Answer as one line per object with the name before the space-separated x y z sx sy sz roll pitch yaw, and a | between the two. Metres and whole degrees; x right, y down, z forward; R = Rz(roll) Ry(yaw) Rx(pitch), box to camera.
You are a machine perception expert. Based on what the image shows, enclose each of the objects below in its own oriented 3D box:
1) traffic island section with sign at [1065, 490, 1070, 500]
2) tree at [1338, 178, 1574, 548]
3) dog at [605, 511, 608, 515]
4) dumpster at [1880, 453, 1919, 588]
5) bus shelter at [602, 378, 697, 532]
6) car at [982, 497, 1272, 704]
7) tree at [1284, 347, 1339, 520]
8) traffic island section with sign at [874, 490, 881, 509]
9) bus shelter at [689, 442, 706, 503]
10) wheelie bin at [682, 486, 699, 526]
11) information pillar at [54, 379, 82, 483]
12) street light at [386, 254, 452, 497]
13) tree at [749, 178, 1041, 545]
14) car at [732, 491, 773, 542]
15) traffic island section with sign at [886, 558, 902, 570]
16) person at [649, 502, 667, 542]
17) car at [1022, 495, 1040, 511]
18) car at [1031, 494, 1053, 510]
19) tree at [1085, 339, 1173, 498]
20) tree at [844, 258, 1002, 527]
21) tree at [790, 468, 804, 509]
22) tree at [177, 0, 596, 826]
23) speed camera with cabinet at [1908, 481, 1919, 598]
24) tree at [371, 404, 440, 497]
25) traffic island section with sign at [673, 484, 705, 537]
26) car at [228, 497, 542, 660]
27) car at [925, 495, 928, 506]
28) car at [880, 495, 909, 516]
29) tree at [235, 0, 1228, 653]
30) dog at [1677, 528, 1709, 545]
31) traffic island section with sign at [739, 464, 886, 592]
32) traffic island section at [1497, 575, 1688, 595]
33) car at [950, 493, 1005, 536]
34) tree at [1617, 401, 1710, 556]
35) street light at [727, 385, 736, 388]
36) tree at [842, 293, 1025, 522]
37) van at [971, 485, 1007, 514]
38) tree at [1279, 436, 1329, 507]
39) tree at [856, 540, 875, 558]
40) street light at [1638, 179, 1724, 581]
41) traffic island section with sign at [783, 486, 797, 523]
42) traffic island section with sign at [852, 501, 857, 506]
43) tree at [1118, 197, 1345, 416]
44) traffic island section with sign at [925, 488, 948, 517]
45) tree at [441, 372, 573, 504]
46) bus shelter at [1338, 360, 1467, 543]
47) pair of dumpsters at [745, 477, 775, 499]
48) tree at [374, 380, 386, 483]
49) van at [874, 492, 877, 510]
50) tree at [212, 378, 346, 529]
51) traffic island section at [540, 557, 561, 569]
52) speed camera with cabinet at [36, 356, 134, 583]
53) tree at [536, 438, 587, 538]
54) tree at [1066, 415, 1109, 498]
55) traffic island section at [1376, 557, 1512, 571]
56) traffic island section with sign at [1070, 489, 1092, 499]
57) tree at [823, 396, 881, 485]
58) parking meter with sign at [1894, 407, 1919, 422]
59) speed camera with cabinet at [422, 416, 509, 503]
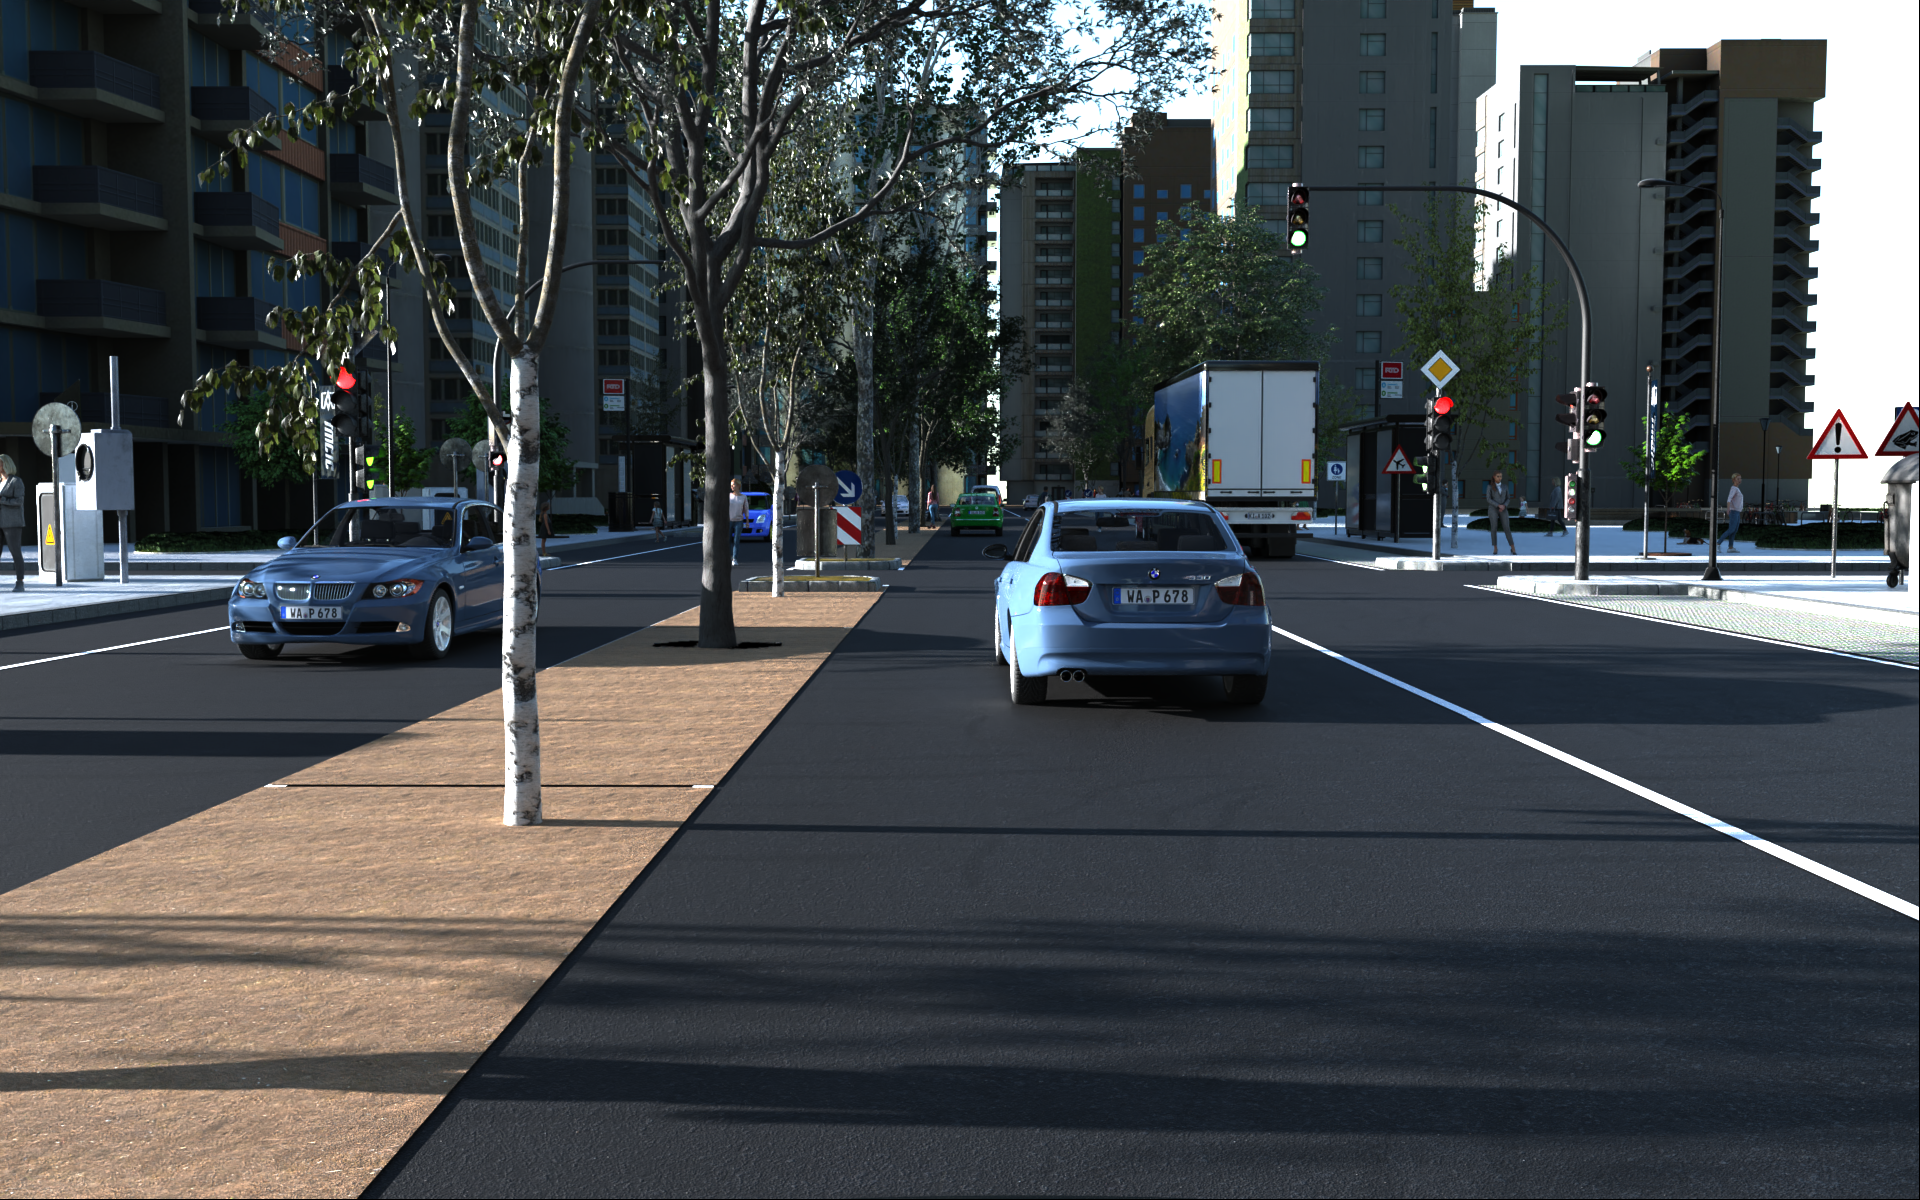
traffic island section with sign | 10.016 -9.412 162.519 1.989 1.847 2.006 0 4 0
tree | 11.754 -5.512 40.483 4.737 8.622 4.395 0 3 0
dog | -18.288 -4.347 88.803 0.748 0.427 0.550 -1 4 -22
dumpster | 13.281 -1.053 22.980 1.264 1.857 1.865 0 4 0
bus shelter | -11.285 -5.208 62.783 2.179 5.291 8.768 0 4 0
car | 1.190 -0.067 13.104 2.014 1.417 4.499 0 4 -1
tree | 17.557 -8.223 84.800 4.737 8.622 4.395 0 3 0
traffic island section with sign | -8.003 -9.487 163.741 1.989 1.847 2.006 0 4 0
bus shelter | -12.128 -5.422 79.926 1.731 3.624 6.357 0 4 0
wheelie bin | -10.739 -3.731 68.916 0.693 1.594 0.980 0 4 7
information pillar | -18.135 -2.689 35.315 0.504 3.616 0.183 -1 4 -15
street light | -10.536 -3.739 33.678 1.470 5.913 1.316 0 4 0
tree | -1.924 -6.842 48.738 8.767 10.594 7.601 0 4 0
car | -6.441 -2.640 52.752 1.945 1.707 3.694 0 4 1
traffic island section with sign | -2.164 -1.553 33.532 2.006 1.907 1.989 0 4 0
person | -8.975 -2.319 51.423 0.382 1.210 0.505 3 4 38
car | 6.464 -8.443 150.408 2.083 1.381 4.827 0 4 1
car | 7.402 -8.939 157.942 2.131 1.459 4.920 0 4 1
tree | 12.014 -11.545 114.519 9.928 11.665 9.643 0 3 0
tree | -1.557 -8.959 74.690 9.928 11.665 9.643 0 3 0
tree | -11.453 -8.085 126.791 1.663 3.219 1.824 0 3 0
tree | -1.907 -3.343 7.480 4.360 8.622 3.978 0 3 0
speed camera with cabinet | 12.814 -1.639 21.134 2.038 3.252 0.660 1 4 22
tree | -11.964 -2.616 37.380 1.663 3.219 1.824 0 3 0
traffic island section with sign | -8.561 -3.051 58.514 1.989 1.847 2.006 0 4 0
car | -5.300 -0.278 16.542 2.014 1.417 4.499 0 4 2
car | -4.016 -10.268 180.454 1.945 1.354 3.894 0 4 1
car | -4.163 -6.160 113.072 2.083 1.381 4.827 0 4 0
tree | -2.233 -6.286 15.602 12.009 13.543 11.850 0 3 0
dog | 18.658 -1.607 44.014 0.550 0.427 0.748 -3 4 -38
traffic island section with sign | -2.214 -1.100 26.125 2.006 1.907 1.989 0 4 0
traffic island section | 9.277 -0.217 25.825 2.009 0.180 2.903 0 4 0
car | 0.601 -3.148 60.266 1.959 1.807 4.718 0 4 1
tree | 14.779 -2.545 36.215 1.663 3.219 1.824 0 3 0
street light | -10.266 -6.216 74.179 1.470 5.913 1.316 0 4 0
tree | -1.374 -10.426 89.928 9.611 12.733 9.660 0 3 0
van | 1.237 -4.624 82.612 2.013 2.044 4.112 0 4 2
tree | 11.745 -4.901 63.837 4.285 4.588 4.351 0 3 0
tree | -3.286 -11.004 38.265 12.611 20.169 13.585 0 3 0
street light | 10.690 -3.251 25.691 1.470 5.913 1.316 0 4 0
traffic island section with sign | -8.414 -4.722 85.828 1.989 1.847 2.006 0 4 0
traffic island section with sign | -8.147 -7.801 136.168 1.989 1.847 2.006 0 4 0
tree | 11.726 -10.274 74.631 9.857 13.997 8.962 0 3 0
traffic island section with sign | -1.770 -6.149 108.670 2.006 1.907 1.989 0 4 0
tree | -12.169 -3.846 46.594 4.285 4.588 4.351 0 3 0
bus shelter | 12.272 -4.411 49.753 2.179 5.291 8.768 0 4 0
pair of dumpsters | -10.808 -5.643 94.751 1.574 2.255 4.437 0 4 0
tree | -27.093 -7.699 76.237 4.737 8.622 4.395 0 3 0
van | -8.256 -8.870 152.040 2.013 2.044 4.112 0 4 1
tree | -18.136 -3.832 46.362 4.285 4.588 4.351 0 3 0
traffic island section | -9.021 -0.711 33.913 2.009 0.180 2.903 0 4 0
speed camera with cabinet | -12.778 -1.891 25.247 2.038 3.252 0.660 3 5 41
tree | -11.952 -3.416 50.453 1.663 3.219 1.824 0 3 0
tree | 11.957 -12.653 157.240 4.737 8.622 4.395 0 3 0
traffic island section | 9.320 -0.705 33.810 2.009 0.180 2.903 0 4 0
traffic island section with sign | 9.873 -7.764 135.563 1.989 1.847 2.006 0 4 0
tree | -11.079 -17.107 186.357 9.857 13.997 8.962 0 3 0
parking meter with sign | 18.894 -2.295 33.789 0.543 3.016 1.738 0 4 2
speed camera with cabinet | -12.308 -2.985 43.144 2.038 3.252 0.660 -2 4 -34
